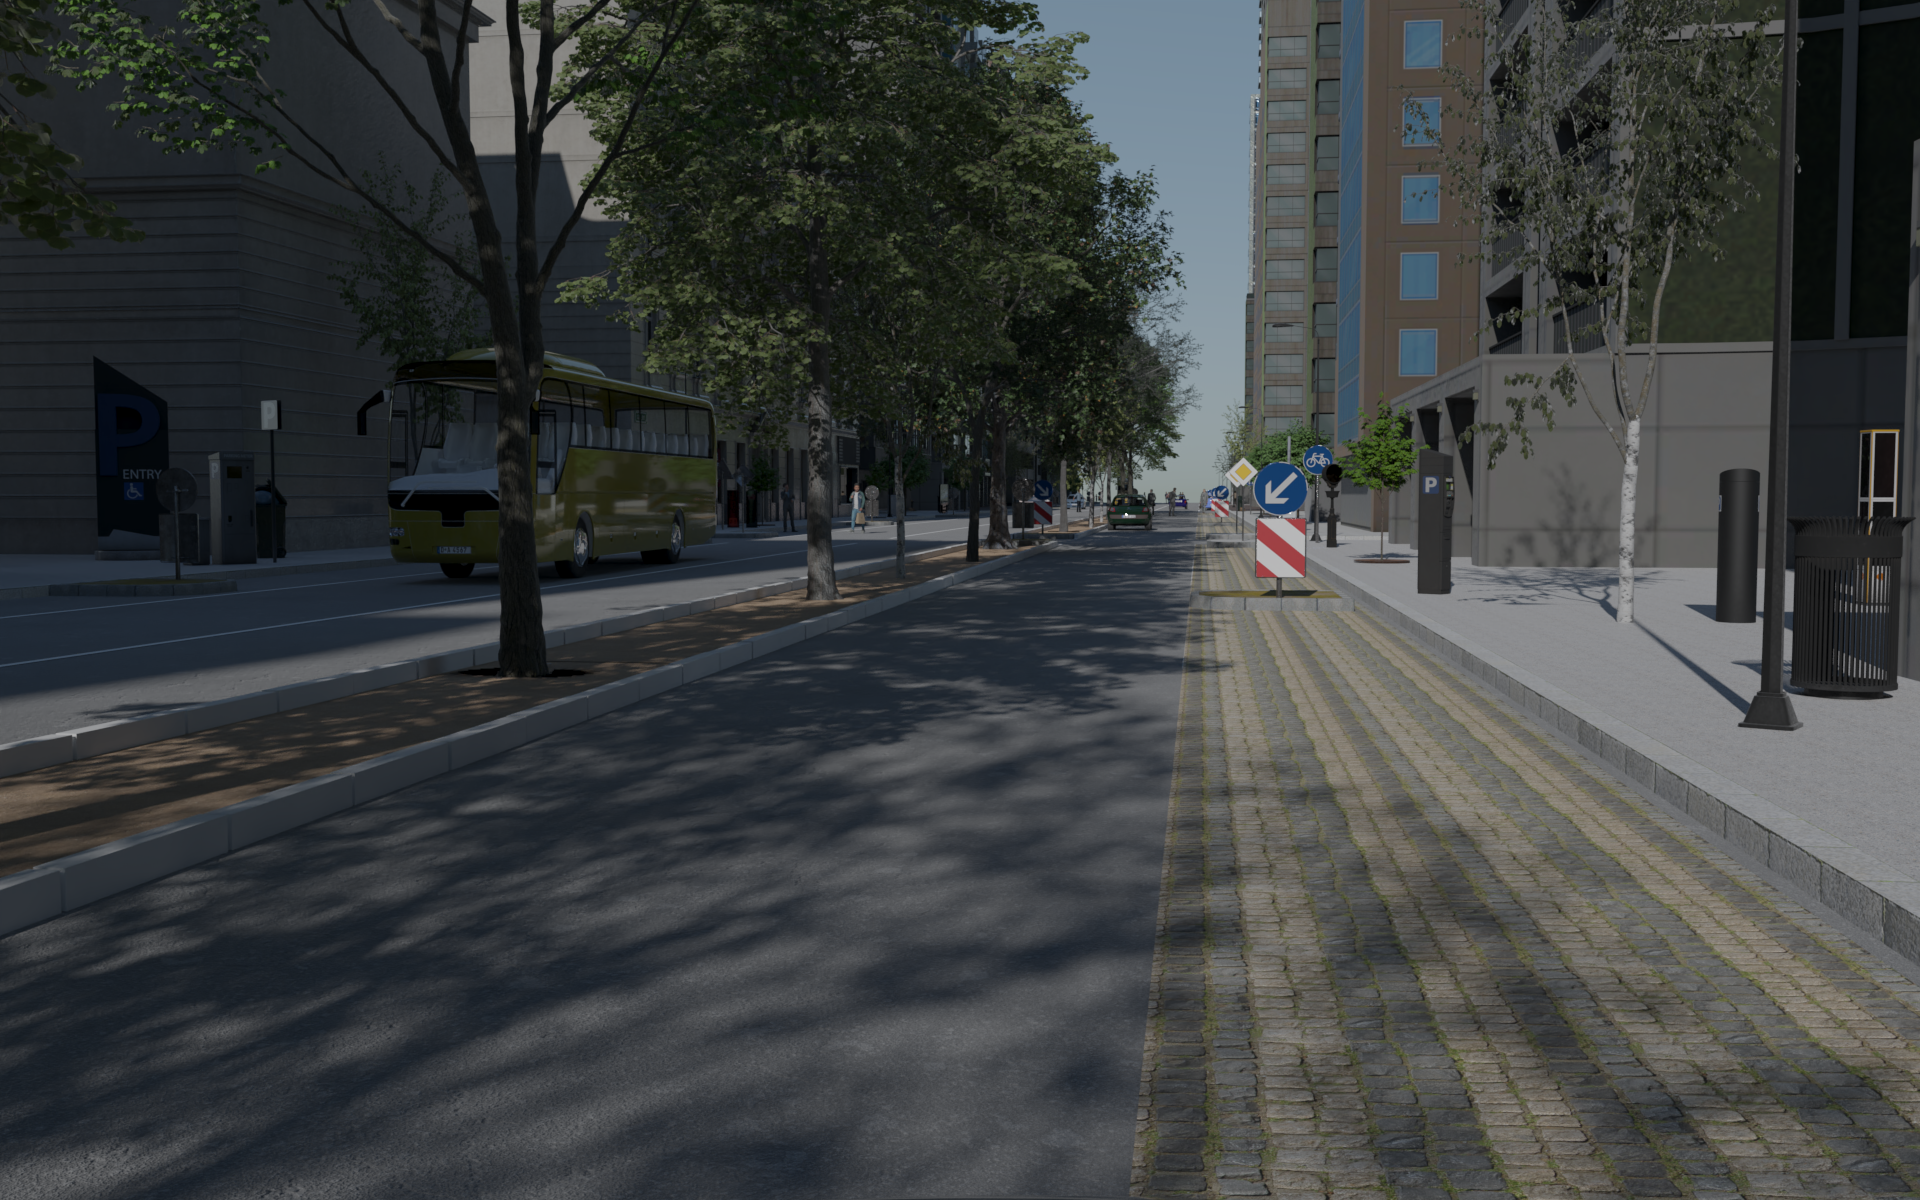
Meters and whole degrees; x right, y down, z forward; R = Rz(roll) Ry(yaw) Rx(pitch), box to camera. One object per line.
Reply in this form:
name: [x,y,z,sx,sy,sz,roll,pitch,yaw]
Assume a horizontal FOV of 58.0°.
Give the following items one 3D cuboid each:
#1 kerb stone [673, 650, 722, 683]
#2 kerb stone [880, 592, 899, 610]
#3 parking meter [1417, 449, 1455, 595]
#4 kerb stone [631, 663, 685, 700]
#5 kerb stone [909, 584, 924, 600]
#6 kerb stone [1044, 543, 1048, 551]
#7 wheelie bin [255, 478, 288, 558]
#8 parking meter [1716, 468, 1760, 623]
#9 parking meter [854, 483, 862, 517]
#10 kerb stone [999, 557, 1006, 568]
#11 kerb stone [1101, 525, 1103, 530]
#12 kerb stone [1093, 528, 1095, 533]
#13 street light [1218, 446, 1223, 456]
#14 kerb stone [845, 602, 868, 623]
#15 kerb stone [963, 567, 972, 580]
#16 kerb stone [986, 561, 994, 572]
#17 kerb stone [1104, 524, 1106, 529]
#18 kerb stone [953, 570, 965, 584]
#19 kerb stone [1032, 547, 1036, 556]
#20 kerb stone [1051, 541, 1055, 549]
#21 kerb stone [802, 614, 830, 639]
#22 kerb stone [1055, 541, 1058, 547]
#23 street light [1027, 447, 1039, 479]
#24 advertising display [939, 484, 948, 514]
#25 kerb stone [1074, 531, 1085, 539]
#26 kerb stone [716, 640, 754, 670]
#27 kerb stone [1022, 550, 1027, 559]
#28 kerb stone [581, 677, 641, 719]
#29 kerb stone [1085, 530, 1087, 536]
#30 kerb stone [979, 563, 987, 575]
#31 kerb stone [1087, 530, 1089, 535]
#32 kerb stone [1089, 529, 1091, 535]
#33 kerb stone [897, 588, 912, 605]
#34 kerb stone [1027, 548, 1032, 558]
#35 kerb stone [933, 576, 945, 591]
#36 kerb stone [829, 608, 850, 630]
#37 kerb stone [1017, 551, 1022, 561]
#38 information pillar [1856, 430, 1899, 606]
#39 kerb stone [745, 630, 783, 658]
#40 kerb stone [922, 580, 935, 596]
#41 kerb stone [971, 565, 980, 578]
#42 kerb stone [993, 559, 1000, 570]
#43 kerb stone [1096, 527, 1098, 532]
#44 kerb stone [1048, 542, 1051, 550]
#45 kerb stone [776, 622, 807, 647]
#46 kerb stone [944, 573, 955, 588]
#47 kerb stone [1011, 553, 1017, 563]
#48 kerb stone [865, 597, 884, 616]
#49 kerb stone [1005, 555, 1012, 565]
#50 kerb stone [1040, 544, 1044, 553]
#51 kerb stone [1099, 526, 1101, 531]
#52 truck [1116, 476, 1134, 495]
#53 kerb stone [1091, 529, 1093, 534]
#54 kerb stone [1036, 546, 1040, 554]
kerb stone: [-2.075,0.529,13.546,0.120,0.150,1.000,0,4,8]
kerb stone: [-0.941,0.032,21.677,0.120,0.150,1.000,0,4,8]
parking meter: [6.101,-1.008,22.197,0.399,1.863,0.255,3,5,43]
kerb stone: [-2.216,0.595,12.528,0.120,0.150,1.000,0,4,8]
kerb stone: [-0.662,-0.087,23.708,0.120,0.150,1.000,0,4,8]
kerb stone: [2.014,-1.269,43.025,0.120,0.150,1.000,0,4,8]
wheelie bin: [-13.859,-1.642,34.749,0.693,1.594,0.980,-2,4,-23]
parking meter: [7.781,-0.545,17.325,0.372,1.533,0.369,0,3,0]
parking meter: [-5.187,-5.045,88.205,0.399,1.863,0.255,-1,4,-12]
kerb stone: [0.742,-0.709,33.873,0.120,0.150,1.000,0,4,8]
kerb stone: [5.328,-2.733,66.899,0.120,0.150,1.000,0,4,8]
kerb stone: [4.623,-2.424,61.829,0.120,0.150,1.000,0,4,8]
street light: [25.947,-11.917,167.390,1.470,5.913,1.316,0,4,8]
kerb stone: [-1.226,0.156,19.642,0.120,0.150,1.000,0,4,8]
kerb stone: [0.038,-0.404,28.795,0.120,0.150,1.000,0,4,8]
kerb stone: [0.453,-0.590,31.836,0.120,0.150,1.000,0,4,8]
kerb stone: [5.605,-2.857,68.932,0.120,0.150,1.000,0,4,8]
kerb stone: [-0.094,-0.342,27.782,0.120,0.150,1.000,0,4,8]
kerb stone: [1.588,-1.087,39.976,0.120,0.150,1.000,0,4,8]
kerb stone: [2.294,-1.391,45.051,0.120,0.150,1.000,0,4,8]
kerb stone: [-1.511,0.282,17.608,0.120,0.150,1.000,0,4,8]
kerb stone: [2.435,-1.460,46.073,0.120,0.150,1.000,0,4,8]
street light: [7.202,-12.190,171.848,1.470,5.913,1.316,0,4,8]
advertising display: [-1.077,-6.650,113.934,0.123,1.923,0.974,2,4,31]
kerb stone: [3.916,-2.113,56.747,0.120,0.150,1.000,0,4,8]
kerb stone: [-1.936,0.472,14.559,0.120,0.150,1.000,0,4,8]
kerb stone: [1.305,-0.963,37.951,0.120,0.150,1.000,0,4,8]
kerb stone: [-2.354,0.656,11.515,0.120,0.150,1.000,0,4,8]
kerb stone: [4.049,-2.171,57.763,0.120,0.150,1.000,0,4,8]
kerb stone: [0.320,-0.528,30.821,0.120,0.150,1.000,0,4,8]
kerb stone: [4.189,-2.237,58.775,0.120,0.150,1.000,0,4,8]
kerb stone: [4.332,-2.299,59.787,0.120,0.150,1.000,0,4,8]
kerb stone: [-0.805,-0.025,22.695,0.120,0.150,1.000,0,4,8]
kerb stone: [1.452,-1.025,38.963,0.120,0.150,1.000,0,4,8]
kerb stone: [-0.389,-0.214,25.748,0.120,0.150,1.000,0,4,8]
kerb stone: [-1.368,0.227,18.624,0.120,0.150,1.000,0,4,8]
kerb stone: [1.166,-0.901,36.928,0.120,0.150,1.000,0,4,8]
information pillar: [10.551,-0.944,19.932,0.304,2.012,0.304,0,4,3]
kerb stone: [-1.792,0.405,15.571,0.120,0.150,1.000,0,4,8]
kerb stone: [-0.522,-0.147,24.735,0.120,0.150,1.000,0,4,8]
kerb stone: [0.174,-0.466,29.809,0.120,0.150,1.000,0,4,8]
kerb stone: [0.600,-0.652,32.856,0.120,0.150,1.000,0,4,8]
kerb stone: [4.902,-2.548,63.859,0.120,0.150,1.000,0,4,8]
kerb stone: [2.152,-1.333,44.038,0.120,0.150,1.000,0,4,8]
kerb stone: [-1.656,0.343,16.584,0.120,0.150,1.000,0,4,8]
kerb stone: [-0.249,-0.280,26.767,0.120,0.150,1.000,0,4,8]
kerb stone: [1.026,-0.838,35.916,0.120,0.150,1.000,0,4,8]
kerb stone: [-1.085,0.096,20.656,0.120,0.150,1.000,0,4,8]
kerb stone: [0.876,-0.773,34.896,0.120,0.150,1.000,0,4,8]
kerb stone: [1.872,-1.212,42.012,0.120,0.150,1.000,0,4,8]
kerb stone: [5.177,-2.672,65.888,0.120,0.150,1.000,0,4,8]
truck: [26.326,-17.564,276.089,2.839,4.237,11.283,0,4,6]
kerb stone: [4.481,-2.362,60.807,0.120,0.150,1.000,0,4,8]
kerb stone: [1.733,-1.150,40.995,0.120,0.150,1.000,0,4,8]
